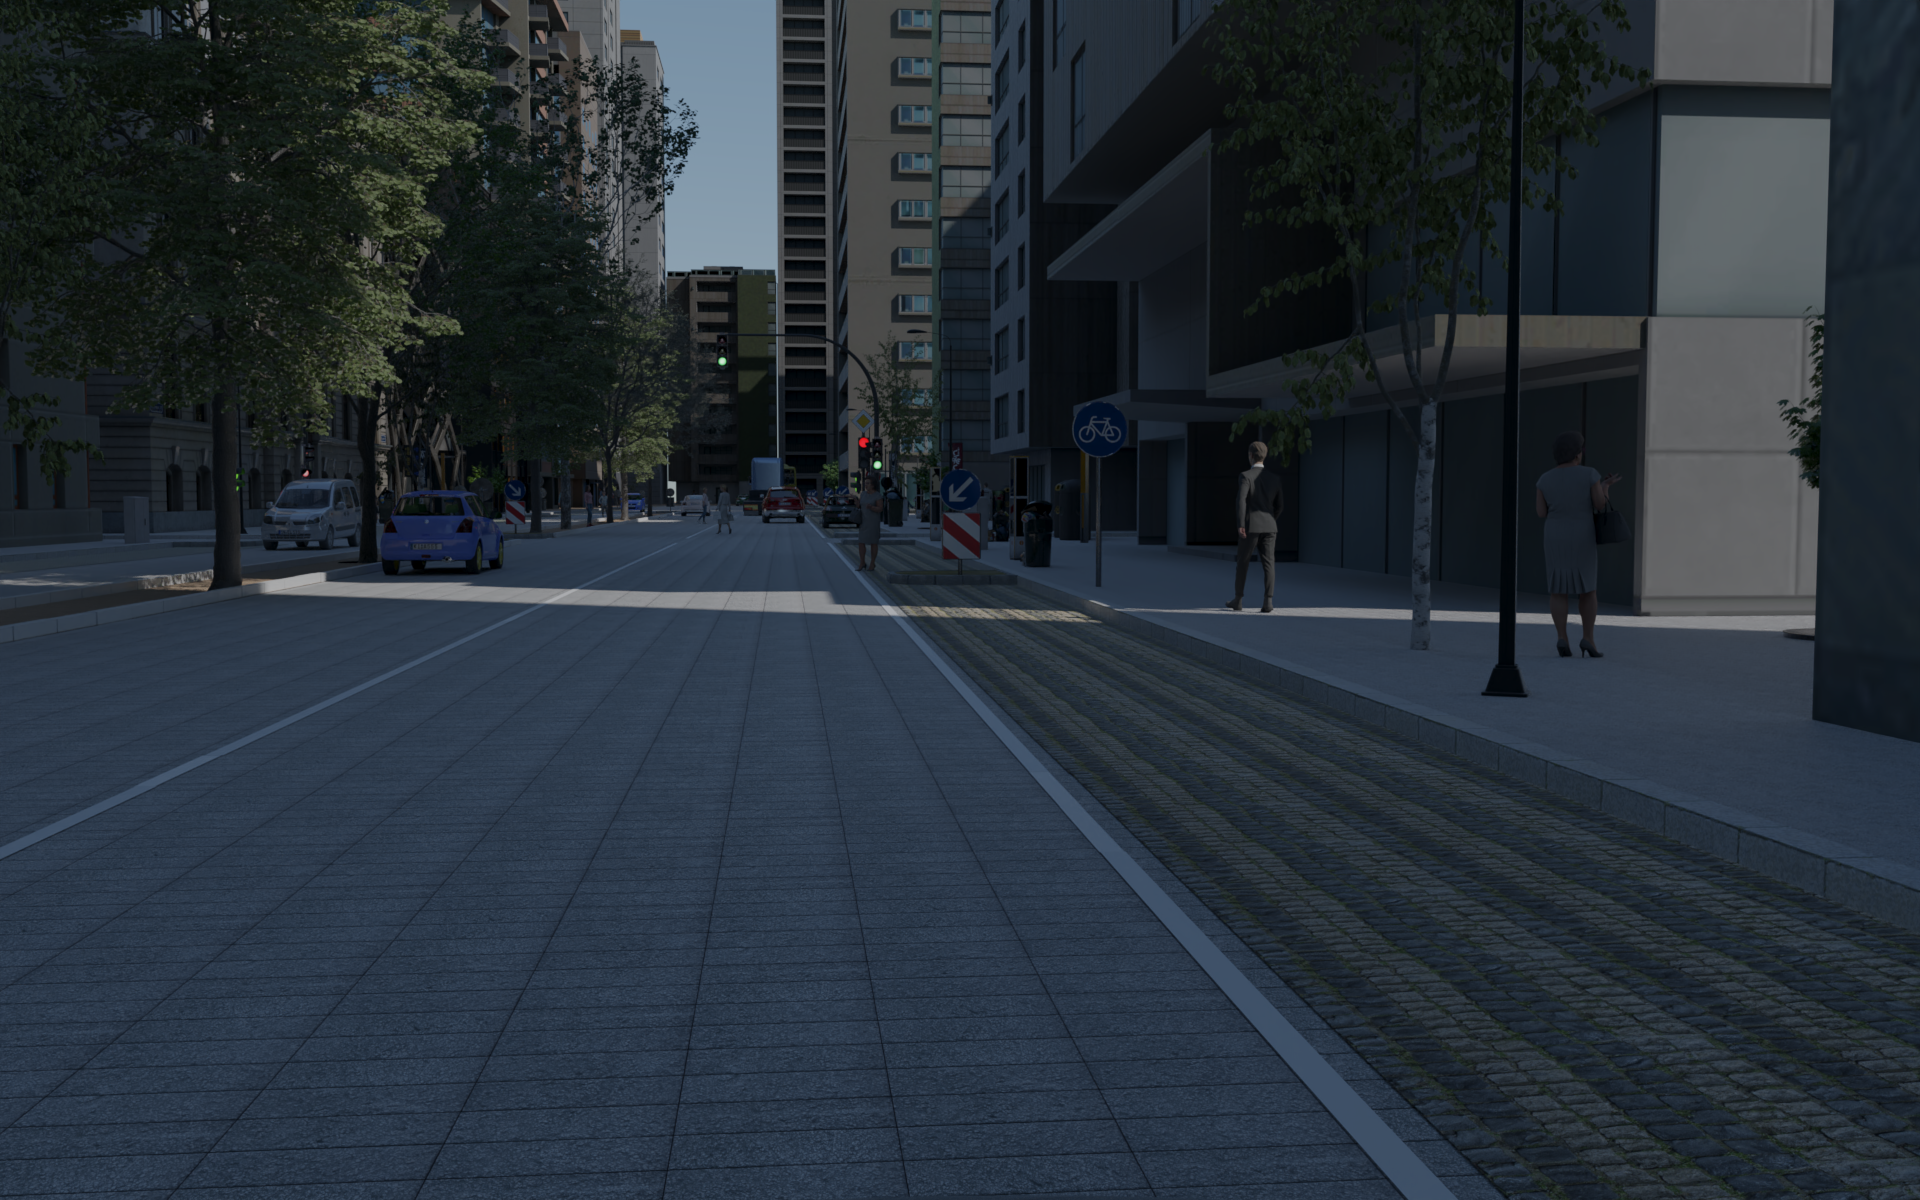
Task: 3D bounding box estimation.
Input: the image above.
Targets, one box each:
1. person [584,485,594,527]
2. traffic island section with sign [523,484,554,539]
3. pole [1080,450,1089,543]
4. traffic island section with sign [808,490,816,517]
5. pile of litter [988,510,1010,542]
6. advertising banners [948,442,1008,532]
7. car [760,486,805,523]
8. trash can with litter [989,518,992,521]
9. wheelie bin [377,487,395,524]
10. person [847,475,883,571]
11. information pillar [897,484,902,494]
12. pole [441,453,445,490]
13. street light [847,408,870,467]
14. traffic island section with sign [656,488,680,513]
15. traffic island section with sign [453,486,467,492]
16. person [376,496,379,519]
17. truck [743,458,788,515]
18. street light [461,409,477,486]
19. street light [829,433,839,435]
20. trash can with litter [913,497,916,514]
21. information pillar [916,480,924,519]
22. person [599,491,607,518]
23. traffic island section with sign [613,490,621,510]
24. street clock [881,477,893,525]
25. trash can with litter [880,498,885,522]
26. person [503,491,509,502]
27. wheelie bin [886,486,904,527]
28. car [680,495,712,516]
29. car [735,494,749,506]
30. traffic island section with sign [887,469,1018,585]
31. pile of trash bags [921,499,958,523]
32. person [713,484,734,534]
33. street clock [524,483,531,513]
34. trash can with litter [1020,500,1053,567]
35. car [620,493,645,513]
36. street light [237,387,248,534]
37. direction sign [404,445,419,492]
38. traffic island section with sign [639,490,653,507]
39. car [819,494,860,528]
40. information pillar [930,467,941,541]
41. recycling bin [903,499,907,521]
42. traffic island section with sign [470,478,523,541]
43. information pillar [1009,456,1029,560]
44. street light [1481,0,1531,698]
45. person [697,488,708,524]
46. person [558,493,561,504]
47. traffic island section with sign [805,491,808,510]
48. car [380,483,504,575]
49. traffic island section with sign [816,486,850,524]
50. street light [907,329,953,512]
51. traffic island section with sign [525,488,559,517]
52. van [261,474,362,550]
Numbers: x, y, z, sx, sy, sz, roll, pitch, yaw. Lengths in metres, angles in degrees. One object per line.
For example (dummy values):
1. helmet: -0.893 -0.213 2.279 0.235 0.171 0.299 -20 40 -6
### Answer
1. person: -15.981 -4.041 74.575 0.388 1.821 0.555 1 4 9
2. traffic island section with sign: -14.306 -2.934 56.111 2.006 1.907 1.989 0 4 -6
3. pole: 3.267 -3.153 45.390 0.158 3.312 0.155 0 3 0
4. traffic island section with sign: -8.438 -6.154 109.239 1.989 1.847 2.006 0 4 -6
5. pile of litter: 1.043 -2.013 46.870 1.719 0.858 1.176 0 4 1
6. advertising banners: 0.603 -3.817 58.595 2.074 3.025 0.090 1 4 10
7. car: -8.822 -4.750 86.341 2.281 1.827 5.304 0 4 -8
8. trash can with litter: 1.302 -4.379 82.648 1.678 1.210 2.233 1 4 19
9. wheelie bin: -24.865 -4.108 75.075 0.693 1.594 0.980 -1 4 -13
10. person: -1.795 -1.421 32.086 0.716 1.782 0.532 2 4 31
11. information pillar: -3.468 -5.737 98.286 0.304 2.012 0.304 2 4 32
12. pole: -25.779 -5.662 86.416 0.158 3.312 0.155 0 3 0
13. street light: -5.458 -7.437 94.141 1.470 5.913 1.316 0 4 -6
14. traffic island section with sign: -21.932 -7.506 130.863 2.006 1.907 1.989 0 4 -6
15. traffic island section with sign: -23.208 -4.383 80.283 1.989 1.847 2.006 0 4 -6
16. person: -25.790 -4.011 76.287 0.373 1.253 0.362 -2 4 -28
17. truck: -13.809 -8.145 122.925 2.967 4.110 18.799 0 4 -5
18. street light: -26.246 -7.381 93.222 1.470 5.913 1.316 0 4 -6
19. street light: -9.301 -9.766 132.223 1.470 5.913 1.316 0 4 -6
20. trash can with litter: -2.583 -5.936 108.439 0.624 1.170 1.055 0 4 6
21. information pillar: -2.086 -5.247 90.275 0.304 2.012 0.304 2 4 25
22. person: -20.510 -5.474 99.810 0.589 1.601 0.330 -1 4 -18
23. traffic island section with sign: -31.026 -9.077 157.044 1.989 1.847 2.006 0 4 -6
24. street clock: -3.074 -4.165 72.672 0.471 2.002 0.358 -3 4 -37
25. trash can with litter: -3.804 -4.185 79.816 0.624 1.170 1.055 -1 4 -8
26. person: -29.925 -6.621 114.578 0.520 1.790 0.573 2 4 30
27. wheelie bin: -2.543 -3.664 67.814 0.693 1.594 0.980 0 4 -7
28. car: -17.256 -6.166 113.173 2.083 1.381 4.827 0 4 -7
29. car: -25.709 -11.886 206.139 2.131 1.459 4.920 0 4 -4
30. traffic island section with sign: -0.171 -1.189 28.062 1.989 1.847 2.006 0 4 -6
31. pile of trash bags: -0.757 -4.259 79.380 1.912 1.369 3.447 0 4 8
32. person: -8.475 -3.257 62.107 0.694 1.780 0.624 -3 5 -39
33. street clock: -28.749 -6.767 115.207 0.471 2.002 0.358 3 5 43
34. trash can with litter: 1.271 -1.178 30.644 0.624 1.170 1.055 -1 4 -13
35. car: -25.534 -7.682 135.199 1.945 1.707 3.694 0 4 -7
36. street light: -22.518 -5.073 55.488 1.470 5.913 1.316 0 4 -6
37. direction sign: -25.273 -5.374 79.870 0.379 3.537 0.876 2 4 28
38. traffic island section with sign: -33.811 -10.760 184.550 1.989 1.847 2.006 0 4 -6
39. car: -4.949 -3.872 73.100 2.009 1.686 4.222 0 4 -6
40. information pillar: -0.668 -2.613 47.221 0.304 2.012 0.304 0 4 -3
41. recycling bin: -2.933 -4.332 83.382 0.722 1.027 0.722 -1 4 -10
42. traffic island section with sign: -13.565 -2.483 48.741 2.006 1.907 1.989 0 4 -6
43. information pillar: 1.150 -1.782 33.629 0.304 2.012 0.304 -1 4 -17
44. street light: 2.957 -2.343 10.857 1.470 5.913 1.316 0 4 -6
45. person: -12.411 -4.546 83.501 0.598 1.740 0.731 -1 4 -23
46. person: -22.454 -5.511 98.462 0.638 1.841 0.748 1 4 13
47. traffic island section with sign: -13.490 -9.186 158.814 1.989 1.847 2.006 0 4 -6
48. car: -9.527 -1.376 32.083 1.945 1.707 3.694 0 4 -6
49. traffic island section with sign: -5.700 -4.506 82.300 1.989 1.847 2.006 0 4 -6
50. street light: -0.799 -4.675 48.985 1.470 5.913 1.316 0 4 -6
51. traffic island section with sign: -25.945 -6.033 107.262 1.989 1.847 2.006 0 4 -6
52. van: -17.082 -2.367 45.709 2.013 2.044 4.112 0 4 -4
